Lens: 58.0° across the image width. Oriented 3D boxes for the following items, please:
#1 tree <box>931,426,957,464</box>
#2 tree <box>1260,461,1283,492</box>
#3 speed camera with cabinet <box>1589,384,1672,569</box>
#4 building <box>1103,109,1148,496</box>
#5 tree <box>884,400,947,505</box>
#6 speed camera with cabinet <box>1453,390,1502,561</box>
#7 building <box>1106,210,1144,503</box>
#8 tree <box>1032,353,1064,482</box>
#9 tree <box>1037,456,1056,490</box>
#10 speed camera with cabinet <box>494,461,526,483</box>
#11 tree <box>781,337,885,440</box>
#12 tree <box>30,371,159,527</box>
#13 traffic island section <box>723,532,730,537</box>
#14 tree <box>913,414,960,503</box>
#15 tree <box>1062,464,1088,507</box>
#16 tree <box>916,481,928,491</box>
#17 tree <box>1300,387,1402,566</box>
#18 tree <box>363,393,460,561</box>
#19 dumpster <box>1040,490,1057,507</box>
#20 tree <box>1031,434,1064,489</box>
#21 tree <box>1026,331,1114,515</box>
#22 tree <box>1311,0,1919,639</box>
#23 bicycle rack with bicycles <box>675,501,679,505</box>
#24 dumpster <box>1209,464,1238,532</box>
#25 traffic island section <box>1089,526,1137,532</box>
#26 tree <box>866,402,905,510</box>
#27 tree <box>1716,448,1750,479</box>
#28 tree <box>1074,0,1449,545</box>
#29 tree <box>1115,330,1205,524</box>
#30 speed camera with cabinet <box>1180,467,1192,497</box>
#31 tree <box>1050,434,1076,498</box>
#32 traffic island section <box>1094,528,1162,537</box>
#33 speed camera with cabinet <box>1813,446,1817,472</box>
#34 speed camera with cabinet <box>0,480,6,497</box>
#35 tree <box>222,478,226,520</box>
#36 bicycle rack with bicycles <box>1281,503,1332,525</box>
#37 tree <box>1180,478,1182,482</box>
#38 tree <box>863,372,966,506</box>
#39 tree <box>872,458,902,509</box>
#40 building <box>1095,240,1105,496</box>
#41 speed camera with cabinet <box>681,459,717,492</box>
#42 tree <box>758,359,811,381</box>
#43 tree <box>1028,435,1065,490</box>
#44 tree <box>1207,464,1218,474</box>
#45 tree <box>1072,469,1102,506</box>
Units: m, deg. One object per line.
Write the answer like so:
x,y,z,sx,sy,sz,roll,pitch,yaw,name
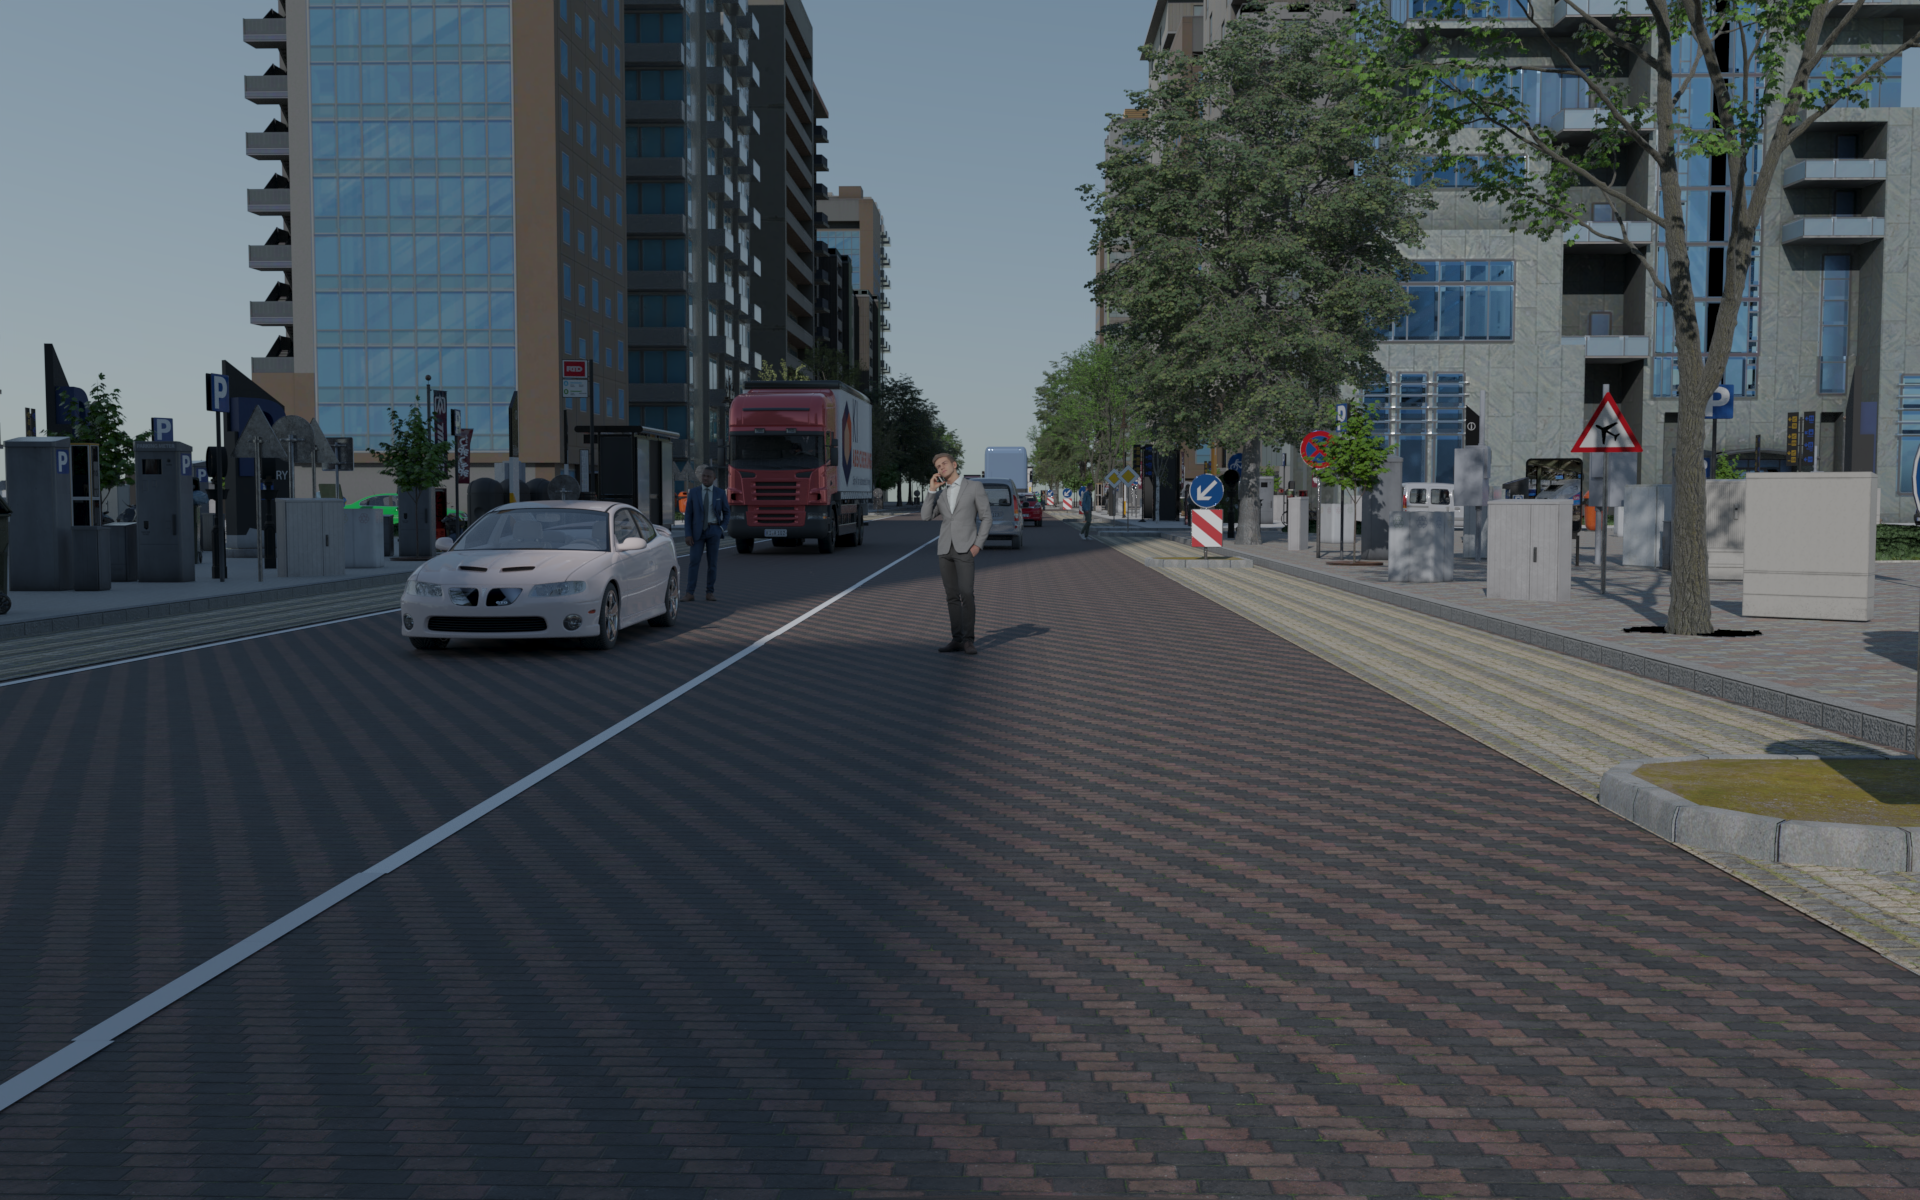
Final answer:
-4.070,-20.272,257.195,9.928,11.665,9.643,0,3,0,tree
17.836,-6.423,99.615,1.663,3.219,1.824,0,3,0,tree
11.981,-2.223,30.676,0.660,3.252,2.038,-1,4,-13,speed camera with cabinet
33.083,-44.594,271.115,21.231,58.520,28.212,0,4,2,building
-5.876,-17.720,206.733,9.611,12.733,9.660,0,3,0,tree
10.115,-2.415,33.825,0.660,3.252,2.038,2,4,27,speed camera with cabinet
28.194,-34.683,250.667,14.154,41.232,14.086,0,4,2,building
11.148,-15.193,155.067,9.857,13.997,8.962,0,3,0,tree
13.725,-18.979,260.672,4.360,8.622,3.978,0,3,0,tree
-12.093,-3.336,48.877,0.660,3.252,2.038,3,5,44,speed camera with cabinet
-8.324,-10.375,104.043,8.767,10.594,7.601,2,4,34,tree
-13.417,-1.998,27.274,1.663,3.219,1.824,0,3,0,tree
-7.187,-2.274,59.463,2.009,0.180,2.903,0,4,2,traffic island section
-5.309,-20.103,239.052,12.009,13.543,11.850,0,3,0,tree
11.563,-11.559,172.704,4.285,4.588,4.351,0,3,0,tree
-5.360,-16.247,216.007,4.737,8.622,4.395,0,3,0,tree
7.177,-2.254,31.448,1.663,3.219,1.824,0,3,0,tree
-10.423,-2.370,33.355,1.663,3.219,1.824,0,3,0,tree
9.278,-10.553,180.755,1.865,1.857,1.264,0,4,3,dumpster
14.674,-21.461,269.010,7.486,12.596,7.792,0,3,0,tree
9.468,-11.141,107.914,9.928,11.665,9.643,0,3,0,tree
6.852,-5.498,15.652,9.928,11.665,9.643,0,3,0,tree
-14.099,-4.658,89.537,2.852,0.926,2.925,-1,4,-16,bicycle rack with bicycles
8.831,-3.326,56.871,1.502,2.255,1.985,0,4,2,dumpster
5.981,-2.739,67.063,2.009,0.180,2.903,0,4,2,traffic island section
-6.813,-11.615,140.269,4.360,8.622,3.978,0,3,0,tree
31.756,-4.748,72.230,1.663,3.219,1.824,0,3,0,tree
7.321,-8.387,43.779,9.857,13.997,8.962,0,3,0,tree
8.815,-7.621,74.974,4.360,8.622,3.978,0,3,0,tree
15.661,-7.952,124.347,2.038,3.252,0.660,-2,4,-31,speed camera with cabinet
12.551,-15.360,201.498,4.737,8.622,4.395,0,3,0,tree
5.748,-2.251,59.082,2.009,0.180,2.903,0,4,2,traffic island section
35.230,-4.651,70.376,0.660,3.252,2.038,0,4,3,speed camera with cabinet
-64.129,-7.499,116.937,0.660,3.252,2.038,0,4,3,speed camera with cabinet
-35.920,-5.573,85.717,1.663,3.219,1.824,0,3,0,tree
14.141,-3.359,68.298,2.925,0.926,2.852,0,4,6,bicycle rack with bicycles
11.432,-6.294,97.506,1.663,3.219,1.824,0,3,0,tree
-6.218,-16.739,180.339,9.857,13.997,8.962,0,3,0,tree
-6.585,-10.102,148.878,4.285,4.588,4.351,0,3,0,tree
30.144,-39.318,292.966,14.600,45.320,14.200,0,4,2,building
-14.606,-6.272,96.888,2.038,3.252,0.660,1,4,21,speed camera with cabinet
-9.623,-8.744,93.320,4.737,8.622,4.395,0,3,0,tree
15.291,-22.891,291.267,9.611,12.733,9.660,0,3,0,tree
16.424,-7.095,110.600,1.663,3.219,1.824,0,3,0,tree
9.962,-8.539,134.222,1.663,3.219,1.824,0,3,0,tree
